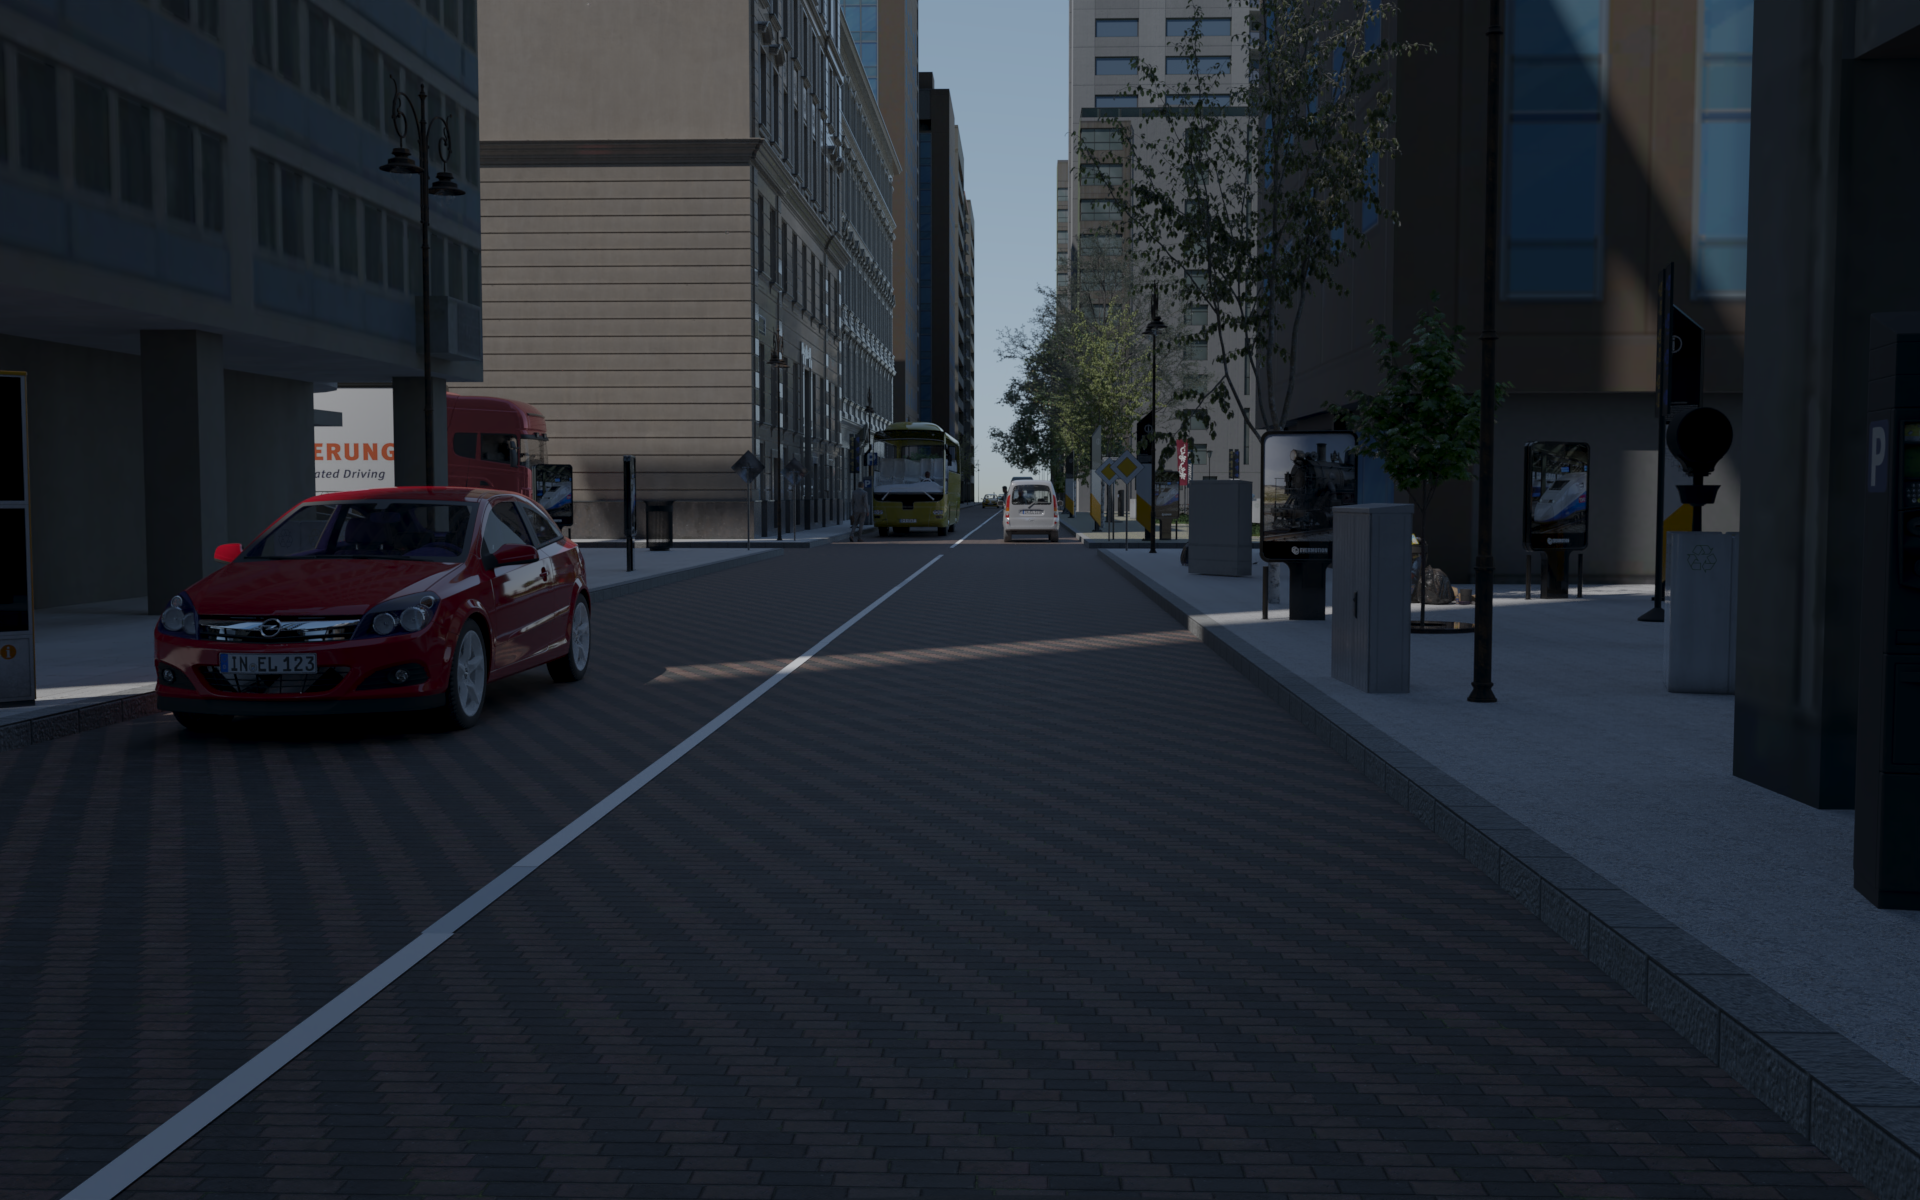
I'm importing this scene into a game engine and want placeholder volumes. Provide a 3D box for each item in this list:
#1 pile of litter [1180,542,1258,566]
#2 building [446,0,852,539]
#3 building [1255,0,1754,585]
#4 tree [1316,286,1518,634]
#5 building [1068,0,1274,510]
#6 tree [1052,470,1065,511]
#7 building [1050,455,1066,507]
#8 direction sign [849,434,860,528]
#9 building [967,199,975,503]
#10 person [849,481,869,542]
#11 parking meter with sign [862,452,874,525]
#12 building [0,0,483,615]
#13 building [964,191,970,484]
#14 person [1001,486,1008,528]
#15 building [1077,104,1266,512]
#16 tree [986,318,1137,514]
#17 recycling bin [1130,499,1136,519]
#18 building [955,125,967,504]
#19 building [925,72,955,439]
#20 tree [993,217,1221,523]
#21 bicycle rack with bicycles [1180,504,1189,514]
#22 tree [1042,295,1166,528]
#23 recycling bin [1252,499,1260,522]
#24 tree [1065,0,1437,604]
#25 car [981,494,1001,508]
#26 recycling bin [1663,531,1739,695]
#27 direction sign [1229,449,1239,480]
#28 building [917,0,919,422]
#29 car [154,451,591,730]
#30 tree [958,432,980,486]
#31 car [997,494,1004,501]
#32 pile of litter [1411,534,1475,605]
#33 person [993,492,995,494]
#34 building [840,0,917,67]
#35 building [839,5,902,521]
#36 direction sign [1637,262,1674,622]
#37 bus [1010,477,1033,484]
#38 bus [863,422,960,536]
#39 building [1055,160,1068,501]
[{"bbox_3d":[4.693,-1.059,31.286,1.719,0.858,1.176,-2,4,-25],"label":"pile of litter"},{"bbox_3d":[-11.015,-16.097,60.444,12.463,27.353,25.104,0,4,2],"label":"building"},{"bbox_3d":[13.154,-23.216,29.695,14.600,45.320,14.200,0,4,2],"label":"building"},{"bbox_3d":[4.418,-1.319,16.162,1.663,3.219,1.824,0,3,0],"label":"tree"},{"bbox_3d":[20.046,-37.352,152.705,21.231,58.520,28.212,0,4,2],"label":"building"},{"bbox_3d":[7.698,-8.552,134.433,1.663,3.219,1.824,0,3,0],"label":"tree"},{"bbox_3d":[26.350,-23.915,236.042,27.650,21.520,28.899,0,4,2],"label":"building"},{"bbox_3d":[-3.970,-4.481,65.260,0.379,3.537,0.876,1,4,20],"label":"direction sign"},{"bbox_3d":[-8.679,-39.507,269.643,21.300,48.544,21.600,0,4,2],"label":"building"},{"bbox_3d":[-3.020,-2.660,52.106,0.709,1.813,0.853,2,4,23],"label":"person"},{"bbox_3d":[-3.805,-4.616,71.728,0.543,3.016,1.738,0,4,6],"label":"parking meter with sign"},{"bbox_3d":[-19.110,-20.045,19.612,23.993,40.220,32.217,0,4,2],"label":"building"},{"bbox_3d":[-9.943,-36.030,243.722,22.147,44.769,28.867,0,4,2],"label":"building"},{"bbox_3d":[1.972,-3.913,72.826,0.721,1.781,0.623,-3,5,-39],"label":"person"},{"bbox_3d":[15.957,-22.072,132.575,14.160,30.474,14.107,0,4,2],"label":"building"},{"bbox_3d":[6.865,-11.847,110.704,9.611,12.733,9.660,0,3,0],"label":"tree"},{"bbox_3d":[9.186,-4.679,89.051,0.722,1.027,0.722,-1,4,-13],"label":"recycling bin"},{"bbox_3d":[-10.487,-36.320,217.529,21.300,48.544,21.600,0,4,2],"label":"building"},{"bbox_3d":[-7.737,-32.921,188.373,14.600,45.320,14.200,0,4,2],"label":"building"},{"bbox_3d":[6.654,-10.250,77.960,12.009,13.543,11.850,0,3,0],"label":"tree"},{"bbox_3d":[12.346,-4.731,90.740,2.925,0.926,2.852,2,4,27],"label":"bicycle rack with bicycles"},{"bbox_3d":[5.516,-7.032,65.342,4.737,8.622,4.395,0,3,0],"label":"tree"},{"bbox_3d":[10.719,-3.114,63.473,0.722,1.027,0.722,1,4,10],"label":"recycling bin"},{"bbox_3d":[3.589,-4.278,20.308,4.360,8.622,3.978,0,3,0],"label":"tree"},{"bbox_3d":[3.125,-10.105,175.442,2.015,1.641,3.980,0,4,2],"label":"car"},{"bbox_3d":[5.030,0.073,11.365,0.722,1.027,0.722,1,4,19],"label":"recycling bin"},{"bbox_3d":[13.737,-5.810,86.993,0.379,3.537,0.876,3,5,41],"label":"direction sign"},{"bbox_3d":[-12.308,-44.773,170.288,20.563,71.187,20.611,0,4,2],"label":"building"},{"bbox_3d":[-3.829,-0.174,11.888,2.155,1.783,4.494,0,4,2],"label":"car"},{"bbox_3d":[0.059,-15.238,199.509,4.360,8.622,3.978,0,3,0],"label":"tree"},{"bbox_3d":[6.704,-16.023,270.778,1.959,1.807,4.718,0,4,1],"label":"car"},{"bbox_3d":[5.437,-0.408,20.631,1.176,0.858,1.719,-2,4,-31],"label":"pile of litter"},{"bbox_3d":[5.188,-15.794,267.421,1.217,1.739,0.721,3,4,36],"label":"person"},{"bbox_3d":[-10.518,-29.310,129.335,14.600,45.320,14.200,0,4,2],"label":"building"},{"bbox_3d":[-13.011,-19.486,95.015,17.030,29.872,44.131,0,4,2],"label":"building"},{"bbox_3d":[7.044,-1.553,17.384,0.379,3.537,0.876,1,4,14],"label":"direction sign"},{"bbox_3d":[6.933,-11.886,189.202,2.948,3.499,13.247,0,4,3],"label":"bus"},{"bbox_3d":[-1.478,-4.342,62.544,2.896,3.916,12.252,0,4,2],"label":"bus"},{"bbox_3d":[18.872,-32.456,214.244,14.154,41.232,14.086,0,4,2],"label":"building"}]
